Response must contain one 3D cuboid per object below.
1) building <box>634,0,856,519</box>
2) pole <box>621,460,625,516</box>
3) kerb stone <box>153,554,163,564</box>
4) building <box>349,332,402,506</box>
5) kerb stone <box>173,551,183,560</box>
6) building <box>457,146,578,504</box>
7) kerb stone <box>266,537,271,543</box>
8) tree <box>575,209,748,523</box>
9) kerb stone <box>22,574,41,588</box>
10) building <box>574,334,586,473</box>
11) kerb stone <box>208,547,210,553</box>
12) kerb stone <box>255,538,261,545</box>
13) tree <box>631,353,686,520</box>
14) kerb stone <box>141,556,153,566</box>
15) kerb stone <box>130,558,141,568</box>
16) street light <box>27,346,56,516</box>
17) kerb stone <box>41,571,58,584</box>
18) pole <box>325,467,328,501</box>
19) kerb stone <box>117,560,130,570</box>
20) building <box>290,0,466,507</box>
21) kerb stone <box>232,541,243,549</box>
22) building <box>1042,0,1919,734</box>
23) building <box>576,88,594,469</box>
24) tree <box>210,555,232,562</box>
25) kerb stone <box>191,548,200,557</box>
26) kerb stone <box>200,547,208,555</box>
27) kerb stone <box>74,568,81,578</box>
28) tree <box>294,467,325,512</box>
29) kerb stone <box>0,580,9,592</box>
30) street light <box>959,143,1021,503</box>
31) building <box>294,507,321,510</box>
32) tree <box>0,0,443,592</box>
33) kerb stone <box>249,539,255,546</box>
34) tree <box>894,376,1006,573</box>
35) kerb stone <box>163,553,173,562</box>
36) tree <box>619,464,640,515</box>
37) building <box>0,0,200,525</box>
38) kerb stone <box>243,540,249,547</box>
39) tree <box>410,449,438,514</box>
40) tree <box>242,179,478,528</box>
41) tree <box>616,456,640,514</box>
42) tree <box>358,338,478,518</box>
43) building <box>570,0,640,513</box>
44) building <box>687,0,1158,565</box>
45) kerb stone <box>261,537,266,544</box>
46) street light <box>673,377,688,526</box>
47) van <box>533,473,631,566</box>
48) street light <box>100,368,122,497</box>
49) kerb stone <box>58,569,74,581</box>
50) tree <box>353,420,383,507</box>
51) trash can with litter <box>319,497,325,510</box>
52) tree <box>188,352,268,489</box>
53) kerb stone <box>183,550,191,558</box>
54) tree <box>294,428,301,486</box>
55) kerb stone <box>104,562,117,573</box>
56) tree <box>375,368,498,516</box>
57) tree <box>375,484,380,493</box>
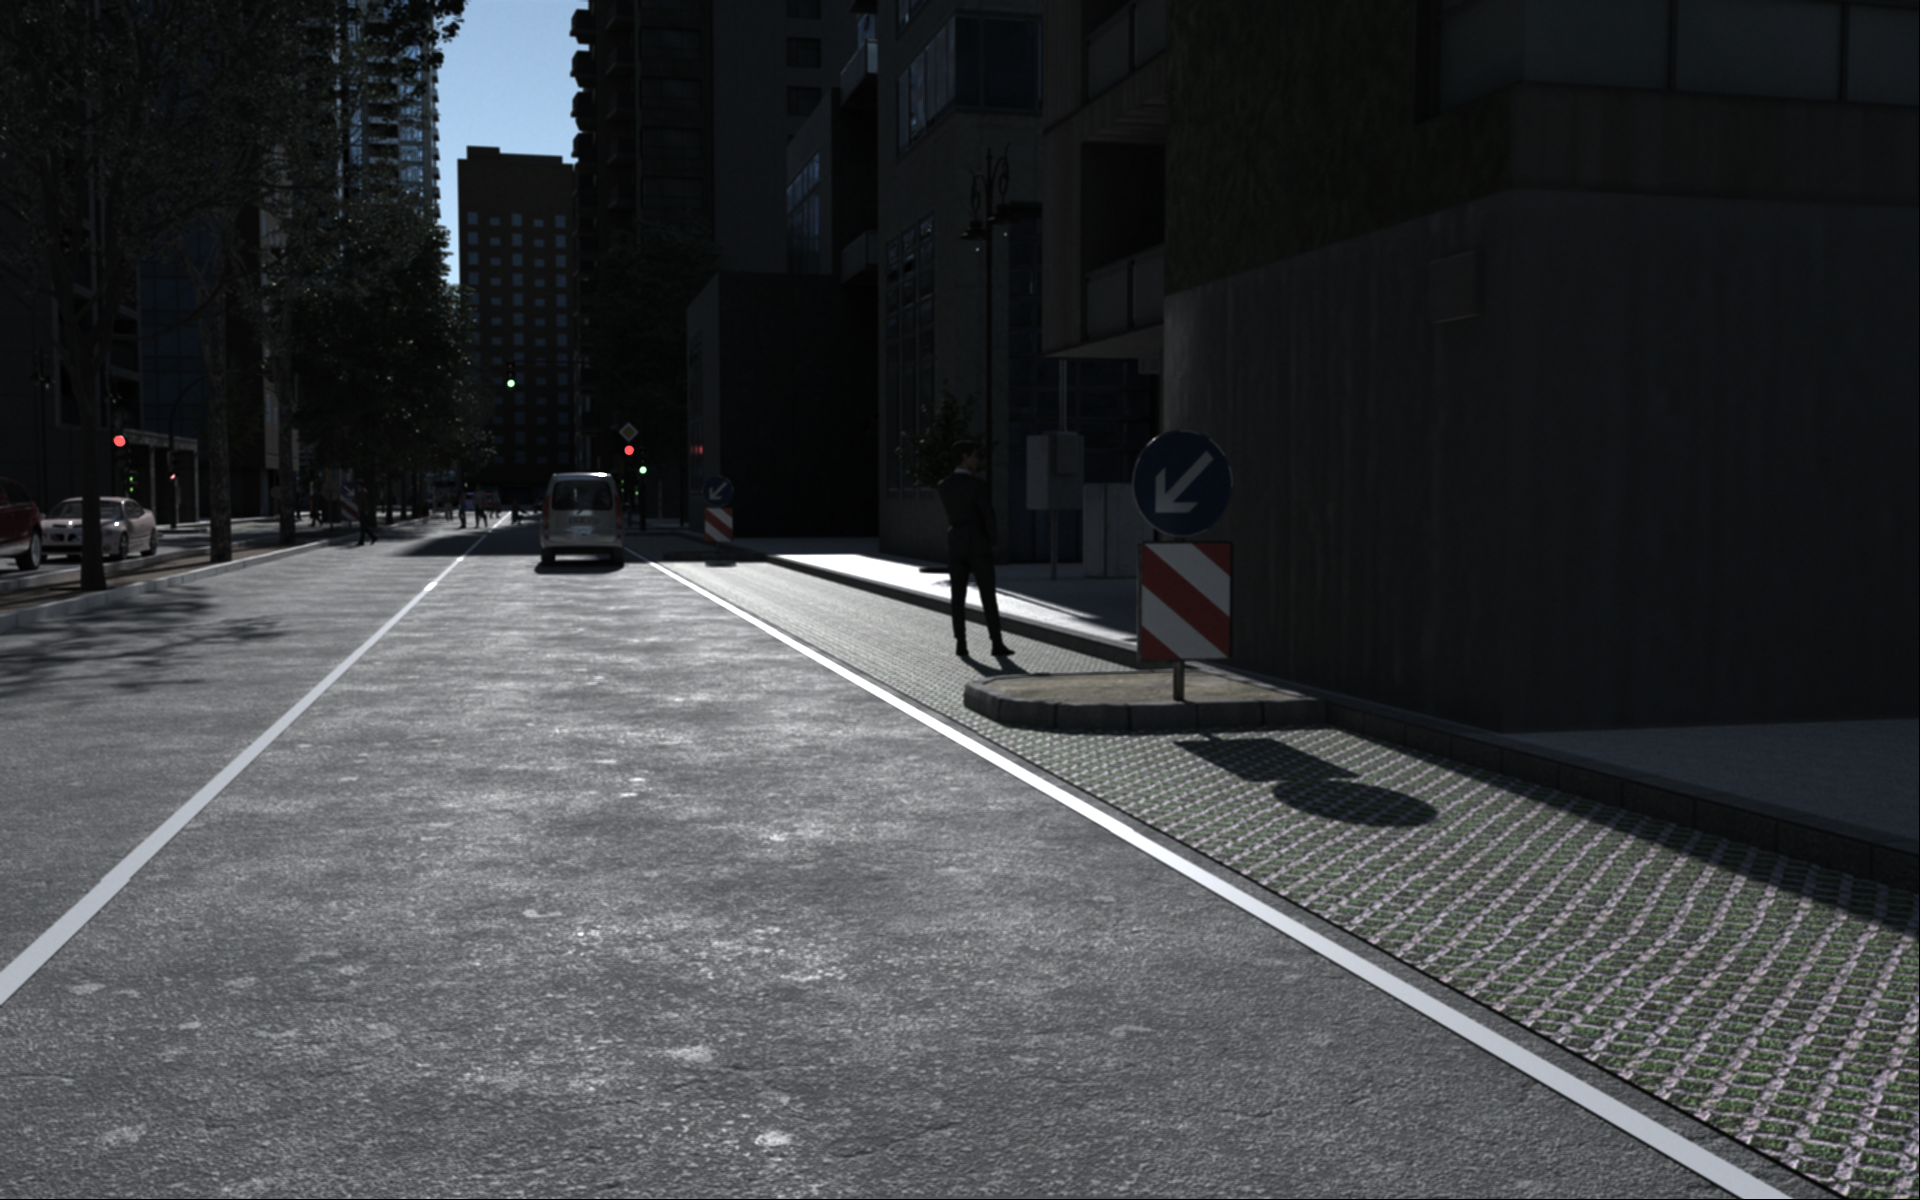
[{"bbox_3d":[-11.191,-19.925,97.481,14.160,30.474,14.107,-1,4,-14],"label":"building"},{"bbox_3d":[-19.926,-6.632,102.281,0.158,3.312,0.155,0,3,0],"label":"pole"},{"bbox_3d":[-16.606,-0.819,35.588,0.120,0.150,1.000,-1,4,-14],"label":"kerb stone"},{"bbox_3d":[-78.347,-21.271,192.826,28.899,21.520,27.650,-1,4,-14],"label":"building"},{"bbox_3d":[-17.093,-0.941,37.589,0.120,0.150,1.000,-1,4,-14],"label":"kerb stone"},{"bbox_3d":[-57.863,-35.289,227.085,14.200,45.320,14.600,-1,4,-14],"label":"building"},{"bbox_3d":[-20.314,-1.733,50.542,0.120,0.150,1.000,-1,4,-14],"label":"kerb stone"},{"bbox_3d":[-12.204,-10.453,77.566,9.857,13.997,8.962,0,3,0],"label":"tree"},{"bbox_3d":[-14.373,-0.263,26.628,0.120,0.150,1.000,-1,4,-14],"label":"kerb stone"},{"bbox_3d":[-30.956,-21.973,204.293,27.650,21.520,28.899,-1,4,-14],"label":"building"},{"bbox_3d":[-18.088,-1.184,41.562,0.120,0.150,1.000,-1,4,-14],"label":"kerb stone"},{"bbox_3d":[-19.822,-1.611,48.553,0.120,0.150,1.000,-1,4,-14],"label":"kerb stone"},{"bbox_3d":[-14.786,-8.323,86.447,4.737,8.622,4.395,0,3,0],"label":"tree"},{"bbox_3d":[-16.352,-0.759,34.598,0.120,0.150,1.000,-1,4,-14],"label":"kerb stone"},{"bbox_3d":[-16.110,-0.698,33.604,0.120,0.150,1.000,-1,4,-14],"label":"kerb stone"},{"bbox_3d":[-28.741,-4.989,54.355,0.468,5.910,1.993,-1,4,-14],"label":"street light"},{"bbox_3d":[-14.629,-0.332,27.629,0.120,0.150,1.000,-1,4,-14],"label":"kerb stone"},{"bbox_3d":[-45.938,-8.058,125.598,0.158,3.312,0.155,0,3,0],"label":"pole"},{"bbox_3d":[-15.865,-0.637,32.610,0.120,0.150,1.000,-1,4,-14],"label":"kerb stone"},{"bbox_3d":[-80.953,-55.751,224.204,31.000,86.520,22.319,-1,4,-14],"label":"building"},{"bbox_3d":[-19.077,-1.428,45.548,0.120,0.150,1.000,-1,4,-14],"label":"kerb stone"},{"bbox_3d":[8.062,-20.350,16.321,14.154,41.232,14.086,-1,4,-14],"label":"building"},{"bbox_3d":[-32.021,-32.475,181.084,14.600,45.320,14.200,-1,4,-14],"label":"building"},{"bbox_3d":[-17.049,-10.905,36.646,12.611,20.169,13.585,0,3,0],"label":"tree"},{"bbox_3d":[-17.593,-1.063,39.576,0.120,0.150,1.000,-1,4,-14],"label":"kerb stone"},{"bbox_3d":[-17.841,-1.124,40.570,0.120,0.150,1.000,-1,4,-14],"label":"kerb stone"},{"bbox_3d":[-15.122,-0.454,29.617,0.120,0.150,1.000,-1,4,-14],"label":"kerb stone"},{"bbox_3d":[-46.218,-7.855,123.031,1.663,3.219,1.824,0,3,0],"label":"tree"},{"bbox_3d":[-14.137,-0.201,25.633,0.120,0.150,1.000,-1,4,-14],"label":"kerb stone"},{"bbox_3d":[0.390,-3.088,23.271,0.468,5.910,1.993,-1,4,-14],"label":"street light"},{"bbox_3d":[-63.527,-51.007,146.630,22.319,86.520,31.000,-1,4,-14],"label":"building"},{"bbox_3d":[-12.785,-6.869,25.142,12.009,13.543,11.850,0,3,0],"label":"tree"},{"bbox_3d":[-19.573,-1.551,47.552,0.120,0.150,1.000,-1,4,-14],"label":"kerb stone"},{"bbox_3d":[-0.215,-2.077,28.567,1.663,3.219,1.824,0,3,0],"label":"tree"},{"bbox_3d":[-16.850,-0.879,36.596,0.120,0.150,1.000,-1,4,-14],"label":"kerb stone"},{"bbox_3d":[-20.157,-6.921,107.753,1.663,3.219,1.824,0,3,0],"label":"tree"},{"bbox_3d":[-43.113,-38.584,69.109,20.563,71.187,20.611,-1,4,-14],"label":"building"},{"bbox_3d":[-19.325,-1.488,46.557,0.120,0.150,1.000,-1,4,-14],"label":"kerb stone"},{"bbox_3d":[-36.918,-10.305,121.311,4.360,8.622,3.978,0,3,0],"label":"tree"},{"bbox_3d":[-23.984,-9.831,69.850,9.857,13.997,8.962,0,3,0],"label":"tree"},{"bbox_3d":[-20.501,-7.813,111.449,4.285,4.588,4.351,0,3,0],"label":"tree"},{"bbox_3d":[-32.500,-10.705,103.232,9.928,11.665,9.643,0,3,0],"label":"tree"},{"bbox_3d":[-17.304,-28.984,128.514,22.147,44.769,28.867,-1,4,-14],"label":"building"},{"bbox_3d":[5.074,-44.828,45.608,22.319,86.520,31.000,-1,4,-14],"label":"building"},{"bbox_3d":[-20.076,-1.673,49.548,0.120,0.150,1.000,-1,4,-14],"label":"kerb stone"},{"bbox_3d":[-11.032,-5.857,68.549,0.468,5.910,1.993,-1,4,-14],"label":"street light"},{"bbox_3d":[-7.846,-1.772,35.989,2.013,2.044,4.112,-1,4,-12],"label":"van"},{"bbox_3d":[-30.982,-5.536,63.306,0.468,5.910,1.993,-1,4,-14],"label":"street light"},{"bbox_3d":[-14.874,-0.393,28.624,0.120,0.150,1.000,-1,4,-14],"label":"kerb stone"},{"bbox_3d":[-58.543,-15.546,172.297,7.486,12.596,7.792,0,3,0],"label":"tree"},{"bbox_3d":[-49.673,-7.529,134.490,1.055,1.170,0.624,-2,4,-26],"label":"trash can with litter"},{"bbox_3d":[-38.383,-8.570,90.486,4.737,8.622,4.395,0,3,0],"label":"tree"},{"bbox_3d":[-17.351,-1.002,38.582,0.120,0.150,1.000,-1,4,-14],"label":"kerb stone"},{"bbox_3d":[-44.233,-9.864,111.634,4.737,8.622,4.395,0,3,0],"label":"tree"},{"bbox_3d":[-15.613,-0.572,31.619,0.120,0.150,1.000,-1,4,-14],"label":"kerb stone"},{"bbox_3d":[-35.089,-11.819,112.708,9.611,12.733,9.660,0,3,0],"label":"tree"},{"bbox_3d":[-60.746,-11.266,178.805,1.663,3.219,1.824,0,3,0],"label":"tree"}]
